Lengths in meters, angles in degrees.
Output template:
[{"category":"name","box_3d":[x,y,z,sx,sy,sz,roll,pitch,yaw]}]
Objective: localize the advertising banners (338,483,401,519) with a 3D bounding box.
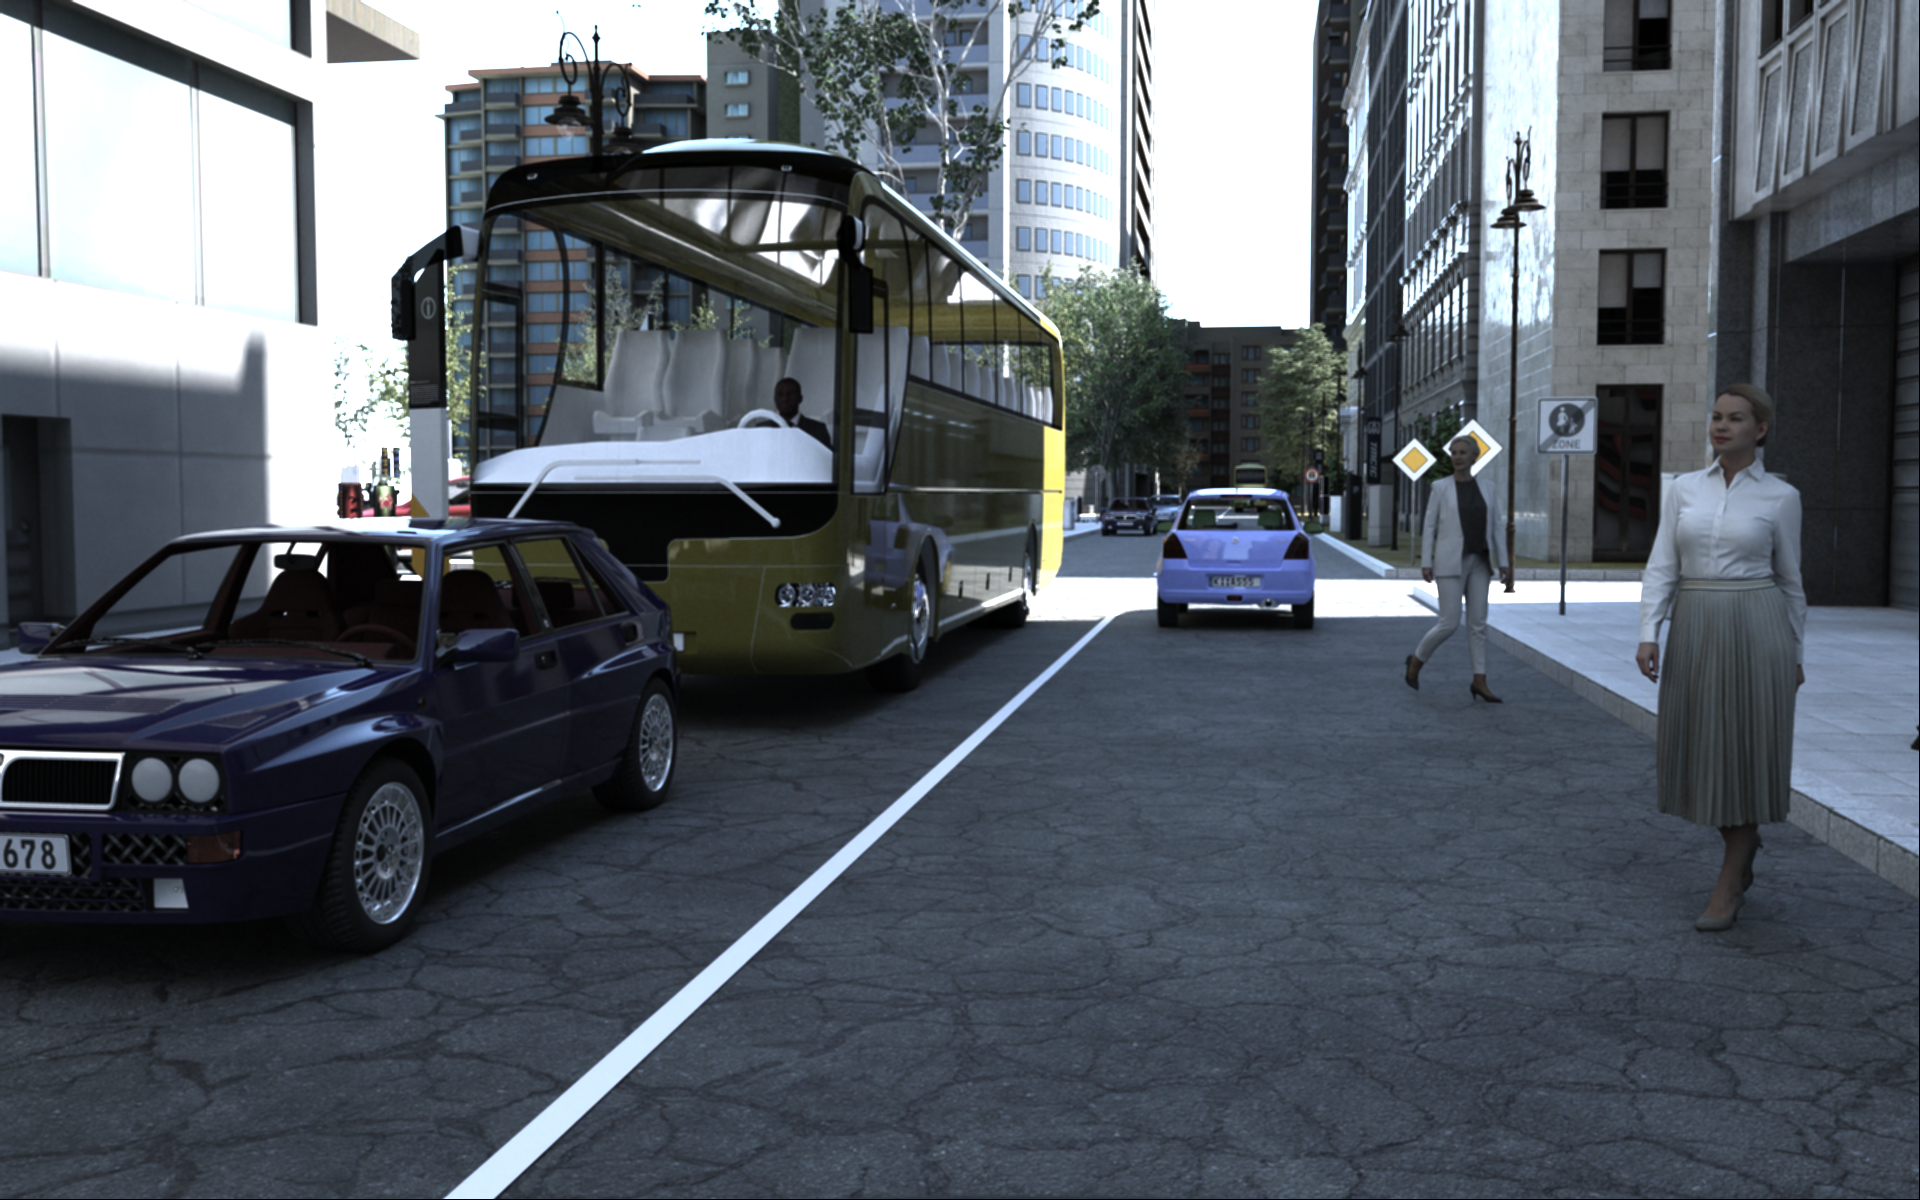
[{"category":"advertising banners","box_3d":[-8.530,-1.718,24.278,0.090,3.025,2.074,1,4,19]}]

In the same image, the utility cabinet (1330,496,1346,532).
[{"category":"utility cabinet","box_3d":[12.896,-2.917,58.861,0.306,1.237,1.020,-1,4,-9]}]

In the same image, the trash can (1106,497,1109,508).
[{"category":"trash can","box_3d":[8.379,-5.331,98.811,0.748,1.137,0.748,0,3,0]}]

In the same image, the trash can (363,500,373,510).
[{"category":"trash can","box_3d":[-14.599,-1.853,41.948,0.748,1.137,0.748,0,3,0]}]

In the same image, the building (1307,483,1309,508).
[{"category":"building","box_3d":[41.186,-29.690,169.018,14.154,41.232,14.086,1,4,9]}]

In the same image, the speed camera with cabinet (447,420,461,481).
[{"category":"speed camera with cabinet","box_3d":[-13.463,-3.218,46.951,0.660,3.252,2.038,2,4,28]}]

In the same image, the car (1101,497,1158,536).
[{"category":"car","box_3d":[5.953,-2.936,60.588,1.945,1.354,3.894,1,4,11]}]

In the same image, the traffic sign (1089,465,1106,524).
[{"category":"traffic sign","box_3d":[5.924,-4.568,74.798,0.768,2.556,0.104,1,4,12]}]

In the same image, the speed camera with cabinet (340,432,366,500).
[{"category":"speed camera with cabinet","box_3d":[-19.756,-3.781,56.162,0.660,3.252,2.038,-1,4,-17]}]

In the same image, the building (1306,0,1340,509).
[{"category":"building","box_3d":[38.483,-30.855,154.588,14.600,45.320,14.200,1,4,9]}]

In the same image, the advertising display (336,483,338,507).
[{"category":"advertising display","box_3d":[-34.300,-5.571,96.296,0.974,1.923,0.123,-2,4,-28]}]

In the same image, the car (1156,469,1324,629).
[{"category":"car","box_3d":[3.191,-0.628,19.861,1.945,1.707,3.694,1,4,10]}]

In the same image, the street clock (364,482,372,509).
[{"category":"street clock","box_3d":[-35.018,-5.993,102.559,0.471,2.002,0.358,2,4,35]}]

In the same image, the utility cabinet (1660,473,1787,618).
[{"category":"utility cabinet","box_3d":[7.800,-0.553,17.714,1.173,1.500,0.318,0,4,-3]}]

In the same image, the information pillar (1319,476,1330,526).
[{"category":"information pillar","box_3d":[14.721,-4.002,69.931,0.304,2.012,0.304,-1,4,-10]}]

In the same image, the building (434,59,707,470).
[{"category":"building","box_3d":[-36.898,-32.009,177.963,28.867,44.769,22.147,1,4,9]}]

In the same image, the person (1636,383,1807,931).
[{"category":"person","box_3d":[2.614,0.175,5.872,0.641,1.798,0.478,-3,5,-43]}]

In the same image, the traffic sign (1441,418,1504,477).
[{"category":"traffic sign","box_3d":[6.795,-1.186,23.027,0.795,2.450,0.064,1,4,9]}]

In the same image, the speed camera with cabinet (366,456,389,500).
[{"category":"speed camera with cabinet","box_3d":[-30.381,-5.780,88.845,2.038,3.252,0.660,-2,4,-32]}]

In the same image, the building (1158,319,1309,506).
[{"category":"building","box_3d":[26.554,-22.013,204.949,28.899,21.520,27.650,1,4,9]}]

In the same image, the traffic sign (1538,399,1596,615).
[{"category":"traffic sign","box_3d":[6.393,-0.990,18.318,0.606,2.300,0.079,1,4,11]}]

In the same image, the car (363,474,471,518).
[{"category":"car","box_3d":[-8.206,-1.308,30.067,5.304,1.827,2.281,1,4,10]}]

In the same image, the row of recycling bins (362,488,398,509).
[{"category":"row of recycling bins","box_3d":[-37.986,-6.405,111.828,1.069,1.692,3.534,3,5,39]}]

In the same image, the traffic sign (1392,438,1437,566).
[{"category":"traffic sign","box_3d":[8.095,-1.668,30.906,0.795,2.450,0.064,1,4,9]}]

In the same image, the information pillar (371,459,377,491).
[{"category":"information pillar","box_3d":[-38.736,-7.534,114.540,0.504,3.616,0.183,2,4,31]}]

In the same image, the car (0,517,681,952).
[{"category":"car","box_3d":[-2.430,0.356,6.754,1.945,1.354,3.894,1,4,10]}]

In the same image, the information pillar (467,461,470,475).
[{"category":"information pillar","box_3d":[-31.995,-7.448,113.128,0.504,3.616,0.183,3,4,39]}]

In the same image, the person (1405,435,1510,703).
[{"category":"person","box_3d":[3.487,-0.232,12.167,0.514,1.842,0.818,-2,4,-29]}]

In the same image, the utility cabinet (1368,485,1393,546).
[{"category":"utility cabinet","box_3d":[10.360,-2.072,42.557,0.318,1.500,1.173,2,4,33]}]

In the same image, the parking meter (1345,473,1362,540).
[{"category":"parking meter","box_3d":[11.009,-2.613,48.432,0.399,1.863,0.255,-1,4,-20]}]

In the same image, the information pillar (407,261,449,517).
[{"category":"information pillar","box_3d":[-5.141,-1.555,16.781,0.504,3.616,0.183,2,4,34]}]

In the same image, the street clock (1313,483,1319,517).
[{"category":"street clock","box_3d":[20.200,-5.735,98.330,0.358,2.002,0.471,0,4,-6]}]

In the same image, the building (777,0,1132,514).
[{"category":"building","box_3d":[0.589,-35.448,121.578,21.231,58.520,28.212,1,4,9]}]

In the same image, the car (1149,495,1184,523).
[{"category":"car","box_3d":[8.576,-3.686,72.262,2.014,1.417,4.499,1,4,10]}]

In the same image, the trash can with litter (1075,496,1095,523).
[{"category":"trash can with litter","box_3d":[5.298,-4.132,78.616,1.678,1.210,2.233,0,4,4]}]

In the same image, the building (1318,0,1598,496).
[{"category":"building","box_3d":[39.119,-29.241,132.718,22.147,44.769,28.867,1,4,9]}]

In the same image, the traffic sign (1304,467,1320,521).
[{"category":"traffic sign","box_3d":[16.658,-5.010,82.017,0.768,2.556,0.104,1,4,13]}]

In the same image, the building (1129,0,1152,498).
[{"category":"building","box_3d":[4.838,-31.968,146.378,21.300,48.544,21.600,1,4,9]}]
